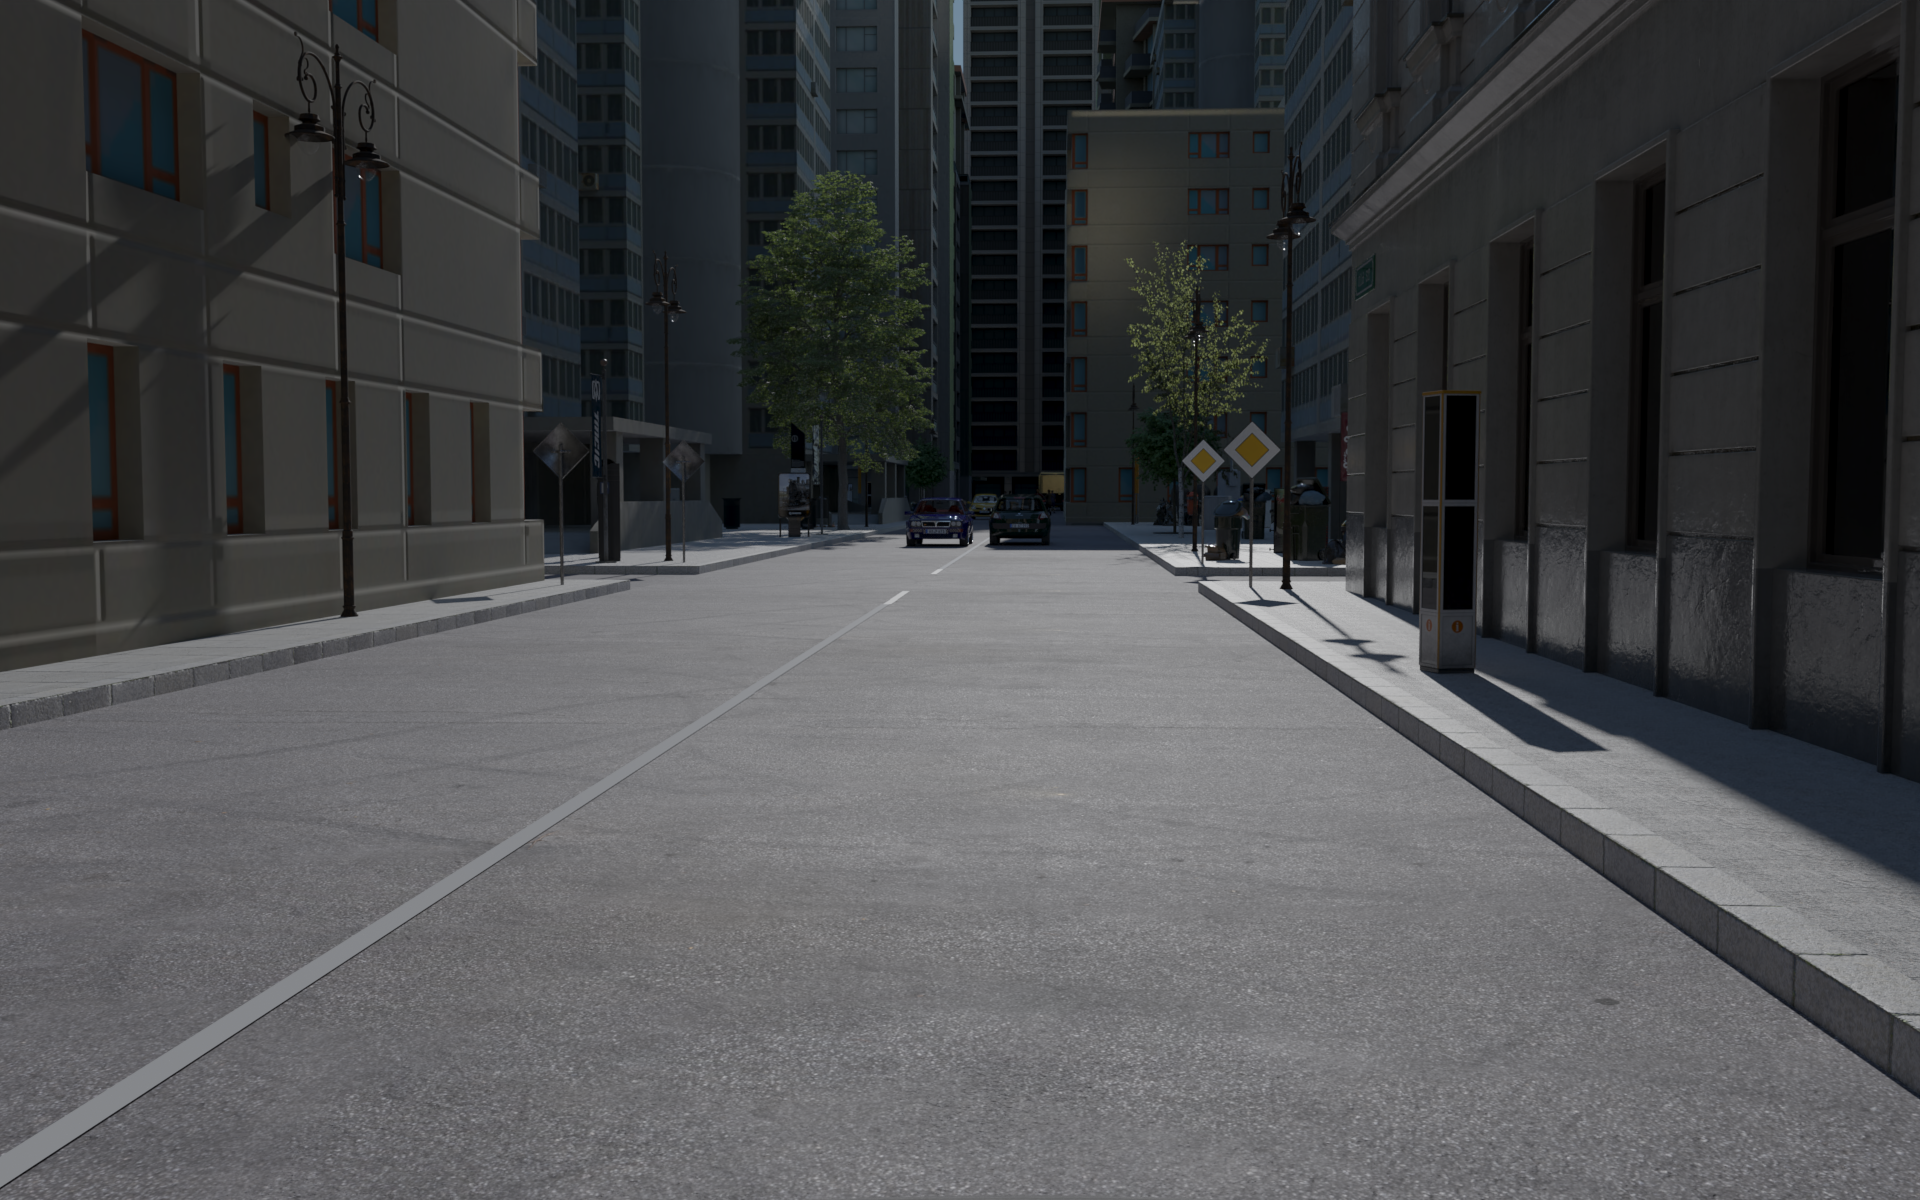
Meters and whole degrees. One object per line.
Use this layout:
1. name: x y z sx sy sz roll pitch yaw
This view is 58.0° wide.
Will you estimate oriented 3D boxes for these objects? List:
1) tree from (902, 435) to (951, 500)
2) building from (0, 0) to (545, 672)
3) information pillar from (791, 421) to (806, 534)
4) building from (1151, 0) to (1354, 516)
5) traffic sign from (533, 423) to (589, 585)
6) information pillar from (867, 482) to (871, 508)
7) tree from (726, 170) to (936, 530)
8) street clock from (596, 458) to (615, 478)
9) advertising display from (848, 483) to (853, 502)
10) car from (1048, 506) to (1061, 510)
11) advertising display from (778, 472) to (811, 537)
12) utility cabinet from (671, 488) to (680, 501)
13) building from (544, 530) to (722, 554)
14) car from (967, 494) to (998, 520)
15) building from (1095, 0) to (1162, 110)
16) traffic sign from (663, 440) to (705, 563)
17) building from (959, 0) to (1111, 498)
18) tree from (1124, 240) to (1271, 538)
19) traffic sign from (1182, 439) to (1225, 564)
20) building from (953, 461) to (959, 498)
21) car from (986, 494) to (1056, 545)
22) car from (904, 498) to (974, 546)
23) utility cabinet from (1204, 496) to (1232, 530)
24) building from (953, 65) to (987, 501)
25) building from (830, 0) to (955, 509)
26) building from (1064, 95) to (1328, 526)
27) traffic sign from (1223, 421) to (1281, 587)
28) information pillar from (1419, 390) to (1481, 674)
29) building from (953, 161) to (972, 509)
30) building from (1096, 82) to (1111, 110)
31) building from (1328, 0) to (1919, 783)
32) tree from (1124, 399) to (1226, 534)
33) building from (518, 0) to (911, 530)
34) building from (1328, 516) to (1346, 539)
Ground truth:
1. tree: -2.197 -6.884 96.259 4.285 4.588 4.351 0 3 0
2. building: -21.362 -10.214 12.043 28.899 21.520 27.650 0 4 3
3. information pillar: -5.201 -3.926 55.549 0.504 3.616 0.183 1 4 16
4. building: 26.661 -26.491 125.010 32.217 40.220 23.993 0 4 3
5. traffic sign: -5.618 -1.270 24.412 0.795 2.450 0.064 0 4 3
6. information pillar: -5.471 -6.129 104.708 0.304 2.012 0.304 0 4 -5
7. tree: -4.599 -8.775 61.604 7.486 12.596 7.792 0 3 0
8. street clock: -7.201 -1.875 35.224 0.471 2.002 0.358 -1 4 -19
9. advertising display: -6.616 -6.025 103.722 0.123 1.923 0.974 1 4 11
10. car: 8.709 -9.272 161.813 2.015 1.641 3.980 0 4 3
11. advertising display: -4.942 -2.839 51.626 0.974 1.923 0.123 -1 4 -14
12. utility cabinet: -11.248 -3.631 68.045 1.173 1.500 0.318 1 4 20
13. building: -23.494 -21.533 43.941 32.217 40.220 23.993 0 4 3
14. car: 1.455 -5.347 97.648 2.015 1.641 3.980 0 4 3
15. building: 23.036 -30.431 152.169 22.147 44.769 28.867 0 4 3
16. traffic sign: -5.166 -1.758 32.384 0.795 2.450 0.064 0 4 3
17. building: 11.070 -46.527 198.965 20.611 71.187 20.563 0 4 3
18. tree: 6.523 -6.093 49.981 4.360 8.622 3.978 0 3 0
19. traffic sign: 4.462 -1.723 31.820 0.795 2.450 0.064 0 4 3
20. building: -10.493 -42.383 131.214 20.563 71.187 20.611 0 4 3
21. car: 1.739 -2.443 49.737 2.009 1.686 4.222 0 4 3
22. car: -0.548 -2.205 48.638 1.945 1.354 3.894 0 4 3
23. utility cabinet: 9.188 -3.106 61.948 1.020 1.237 0.306 3 4 36
24. building: -12.176 -31.709 173.068 28.867 44.769 22.147 0 4 3
25. building: -7.788 -26.356 114.520 14.154 41.232 14.086 0 4 3
26. building: 19.445 -15.100 91.927 27.650 21.520 28.899 0 4 3
27. traffic sign: 4.010 -1.236 23.848 0.795 2.450 0.064 0 4 3
28. information pillar: 3.518 -0.487 12.455 0.304 2.012 0.304 -1 4 -12
29. building: -6.336 -23.151 150.218 14.160 30.474 14.107 0 4 3
30. building: 20.614 -30.018 174.385 14.154 41.232 14.086 0 4 3
31. building: 11.781 -13.693 0.299 17.030 29.872 44.131 0 4 3
32. tree: 6.987 -4.441 56.320 4.285 4.588 4.351 0 3 0
33. building: -18.960 -23.725 79.784 32.217 40.220 23.993 0 4 3
34. building: 21.589 -21.640 45.702 23.993 40.220 32.217 0 4 3
